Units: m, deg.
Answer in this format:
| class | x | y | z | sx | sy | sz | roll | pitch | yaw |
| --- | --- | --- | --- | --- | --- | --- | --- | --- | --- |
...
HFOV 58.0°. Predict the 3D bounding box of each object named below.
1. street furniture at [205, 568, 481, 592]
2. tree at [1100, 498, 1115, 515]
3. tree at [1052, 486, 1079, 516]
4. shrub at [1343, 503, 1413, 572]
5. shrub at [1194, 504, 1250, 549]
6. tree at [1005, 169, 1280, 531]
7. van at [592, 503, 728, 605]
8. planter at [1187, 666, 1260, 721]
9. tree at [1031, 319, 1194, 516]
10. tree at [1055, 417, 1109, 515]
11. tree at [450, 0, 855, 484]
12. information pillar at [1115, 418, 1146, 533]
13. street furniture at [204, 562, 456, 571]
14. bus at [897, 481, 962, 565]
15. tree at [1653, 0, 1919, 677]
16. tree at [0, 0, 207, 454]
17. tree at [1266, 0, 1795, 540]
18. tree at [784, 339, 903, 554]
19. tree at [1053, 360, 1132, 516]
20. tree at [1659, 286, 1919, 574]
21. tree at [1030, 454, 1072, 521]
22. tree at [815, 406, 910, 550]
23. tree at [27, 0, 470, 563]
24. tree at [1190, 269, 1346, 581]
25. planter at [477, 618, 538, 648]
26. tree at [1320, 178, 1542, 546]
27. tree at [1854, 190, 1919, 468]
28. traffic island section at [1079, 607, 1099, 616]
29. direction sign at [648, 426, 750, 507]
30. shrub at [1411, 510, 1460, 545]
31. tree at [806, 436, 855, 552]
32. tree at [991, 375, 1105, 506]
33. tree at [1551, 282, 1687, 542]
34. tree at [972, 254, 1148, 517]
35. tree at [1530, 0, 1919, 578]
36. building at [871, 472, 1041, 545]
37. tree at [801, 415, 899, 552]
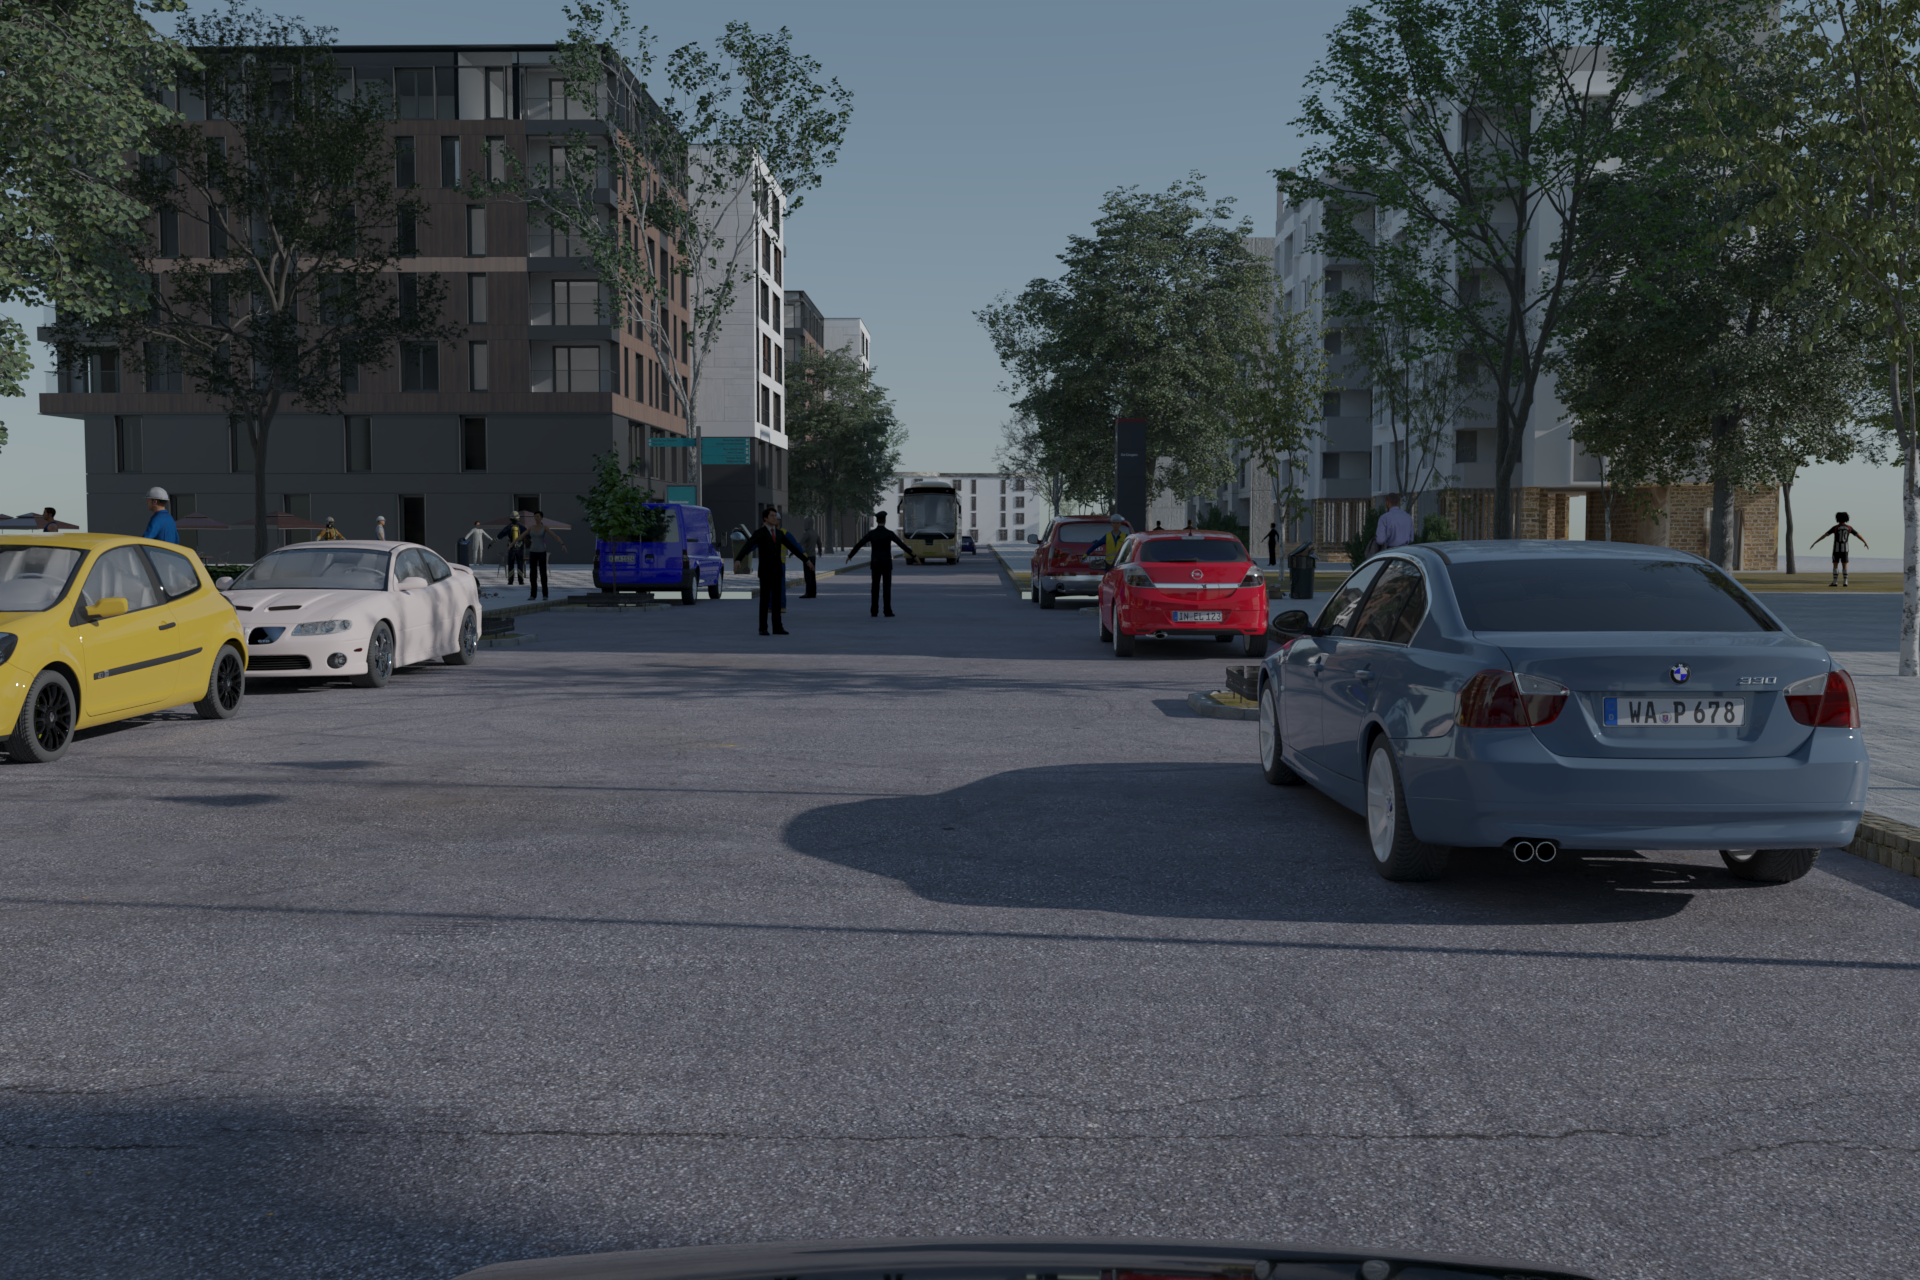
| class | x | y | z | sx | sy | sz | roll | pitch | yaw |
| --- | --- | --- | --- | --- | --- | --- | --- | --- | --- |
| street furniture | -16.079 | -1.407 | 38.639 | 10.072 | 0.657 | 5.734 | 0 | 4 | -5 |
| tree | 22.356 | -18.274 | 233.187 | 7.601 | 10.594 | 8.767 | 1 | 4 | 9 |
| tree | 14.810 | -17.166 | 231.025 | 4.360 | 8.622 | 3.978 | 0 | 3 | 0 |
| shrub | 10.091 | -2.278 | 41.661 | 1.690 | 2.028 | 1.600 | 0 | 3 | 0 |
| shrub | 6.113 | -2.249 | 41.192 | 1.690 | 2.028 | 1.600 | 0 | 3 | 0 |
| tree | 6.467 | -9.446 | 61.094 | 9.857 | 13.997 | 8.962 | 0 | 3 | 0 |
| van | -6.258 | -1.974 | 36.662 | 2.240 | 2.365 | 5.245 | 0 | 4 | 1 |
| planter | 2.898 | 0.428 | 14.144 | 1.991 | 0.319 | 1.994 | 0 | 4 | 0 |
| tree | 7.077 | -9.387 | 79.232 | 9.928 | 11.665 | 9.643 | 0 | 3 | 0 |
| tree | 7.276 | -9.242 | 101.469 | 4.737 | 8.622 | 4.395 | 0 | 3 | 0 |
| tree | -10.730 | -12.540 | 60.924 | 12.611 | 20.169 | 13.585 | 0 | 3 | 0 |
| information pillar | 3.838 | -3.039 | 39.060 | 0.750 | 3.857 | 0.750 | 0 | 4 | 0 |
| street furniture | -18.672 | -1.856 | 45.965 | 10.072 | 0.657 | 5.734 | 0 | 4 | 2 |
| bus | -1.274 | -5.651 | 83.936 | 2.896 | 3.916 | 12.252 | 0 | 4 | 1 |
| tree | 8.415 | -3.967 | 15.221 | 4.737 | 8.622 | 4.395 | 0 | 3 | 0 |
| tree | -13.048 | -6.873 | 19.037 | 9.857 | 13.997 | 8.962 | 0 | 3 | 0 |
| tree | 8.898 | -6.230 | 27.616 | 9.928 | 11.665 | 9.643 | 0 | 3 | 0 |
| tree | -8.633 | -12.577 | 112.296 | 9.857 | 13.997 | 8.962 | 0 | 3 | 0 |
| tree | 6.115 | -7.414 | 71.574 | 4.360 | 8.622 | 3.978 | 0 | 3 | 0 |
| tree | 26.553 | -7.393 | 55.285 | 8.767 | 10.594 | 7.601 | 0 | 4 | 2 |
| tree | 7.217 | -11.747 | 142.419 | 4.360 | 8.622 | 3.978 | 0 | 3 | 0 |
| tree | -8.156 | -12.994 | 138.201 | 9.928 | 11.665 | 9.643 | 0 | 3 | 0 |
| tree | -12.490 | -5.856 | 30.151 | 8.767 | 10.594 | 7.601 | 1 | 4 | 9 |
| tree | 8.642 | -5.923 | 47.210 | 4.737 | 8.622 | 4.395 | 0 | 3 | 0 |
| planter | -6.664 | -0.098 | 22.745 | 1.991 | 0.319 | 1.994 | 0 | 4 | 1 |
| tree | 9.060 | -5.217 | 35.655 | 4.360 | 8.622 | 3.978 | 0 | 3 | 0 |
| tree | 27.592 | -7.839 | 46.292 | 7.486 | 12.596 | 7.792 | 0 | 3 | 0 |
| traffic island section | 3.146 | -0.498 | 31.008 | 1.991 | 0.108 | 1.994 | 0 | 4 | 1 |
| direction sign | -6.433 | -3.342 | 43.410 | 2.525 | 3.948 | 1.411 | 0 | 4 | 2 |
| shrub | 14.623 | -2.998 | 53.438 | 1.690 | 2.028 | 1.600 | 0 | 3 | 0 |
| tree | -8.410 | -10.427 | 120.847 | 4.360 | 8.622 | 3.978 | 0 | 3 | 0 |
| tree | 7.389 | -13.584 | 132.463 | 12.009 | 13.543 | 11.850 | 0 | 3 | 0 |
| tree | 18.958 | -6.101 | 50.112 | 4.737 | 8.622 | 4.395 | 0 | 3 | 0 |
| tree | 7.478 | -16.014 | 117.710 | 12.611 | 20.169 | 13.585 | 0 | 3 | 0 |
| tree | 18.273 | -8.242 | 41.418 | 9.857 | 13.997 | 8.962 | 0 | 3 | 0 |
| building | -3.145 | -17.700 | 233.993 | 28.070 | 9.664 | 9.099 | 0 | 4 | -4 |
| tree | -8.572 | -11.787 | 127.129 | 8.767 | 10.594 | 7.601 | 0 | 4 | 4 |
